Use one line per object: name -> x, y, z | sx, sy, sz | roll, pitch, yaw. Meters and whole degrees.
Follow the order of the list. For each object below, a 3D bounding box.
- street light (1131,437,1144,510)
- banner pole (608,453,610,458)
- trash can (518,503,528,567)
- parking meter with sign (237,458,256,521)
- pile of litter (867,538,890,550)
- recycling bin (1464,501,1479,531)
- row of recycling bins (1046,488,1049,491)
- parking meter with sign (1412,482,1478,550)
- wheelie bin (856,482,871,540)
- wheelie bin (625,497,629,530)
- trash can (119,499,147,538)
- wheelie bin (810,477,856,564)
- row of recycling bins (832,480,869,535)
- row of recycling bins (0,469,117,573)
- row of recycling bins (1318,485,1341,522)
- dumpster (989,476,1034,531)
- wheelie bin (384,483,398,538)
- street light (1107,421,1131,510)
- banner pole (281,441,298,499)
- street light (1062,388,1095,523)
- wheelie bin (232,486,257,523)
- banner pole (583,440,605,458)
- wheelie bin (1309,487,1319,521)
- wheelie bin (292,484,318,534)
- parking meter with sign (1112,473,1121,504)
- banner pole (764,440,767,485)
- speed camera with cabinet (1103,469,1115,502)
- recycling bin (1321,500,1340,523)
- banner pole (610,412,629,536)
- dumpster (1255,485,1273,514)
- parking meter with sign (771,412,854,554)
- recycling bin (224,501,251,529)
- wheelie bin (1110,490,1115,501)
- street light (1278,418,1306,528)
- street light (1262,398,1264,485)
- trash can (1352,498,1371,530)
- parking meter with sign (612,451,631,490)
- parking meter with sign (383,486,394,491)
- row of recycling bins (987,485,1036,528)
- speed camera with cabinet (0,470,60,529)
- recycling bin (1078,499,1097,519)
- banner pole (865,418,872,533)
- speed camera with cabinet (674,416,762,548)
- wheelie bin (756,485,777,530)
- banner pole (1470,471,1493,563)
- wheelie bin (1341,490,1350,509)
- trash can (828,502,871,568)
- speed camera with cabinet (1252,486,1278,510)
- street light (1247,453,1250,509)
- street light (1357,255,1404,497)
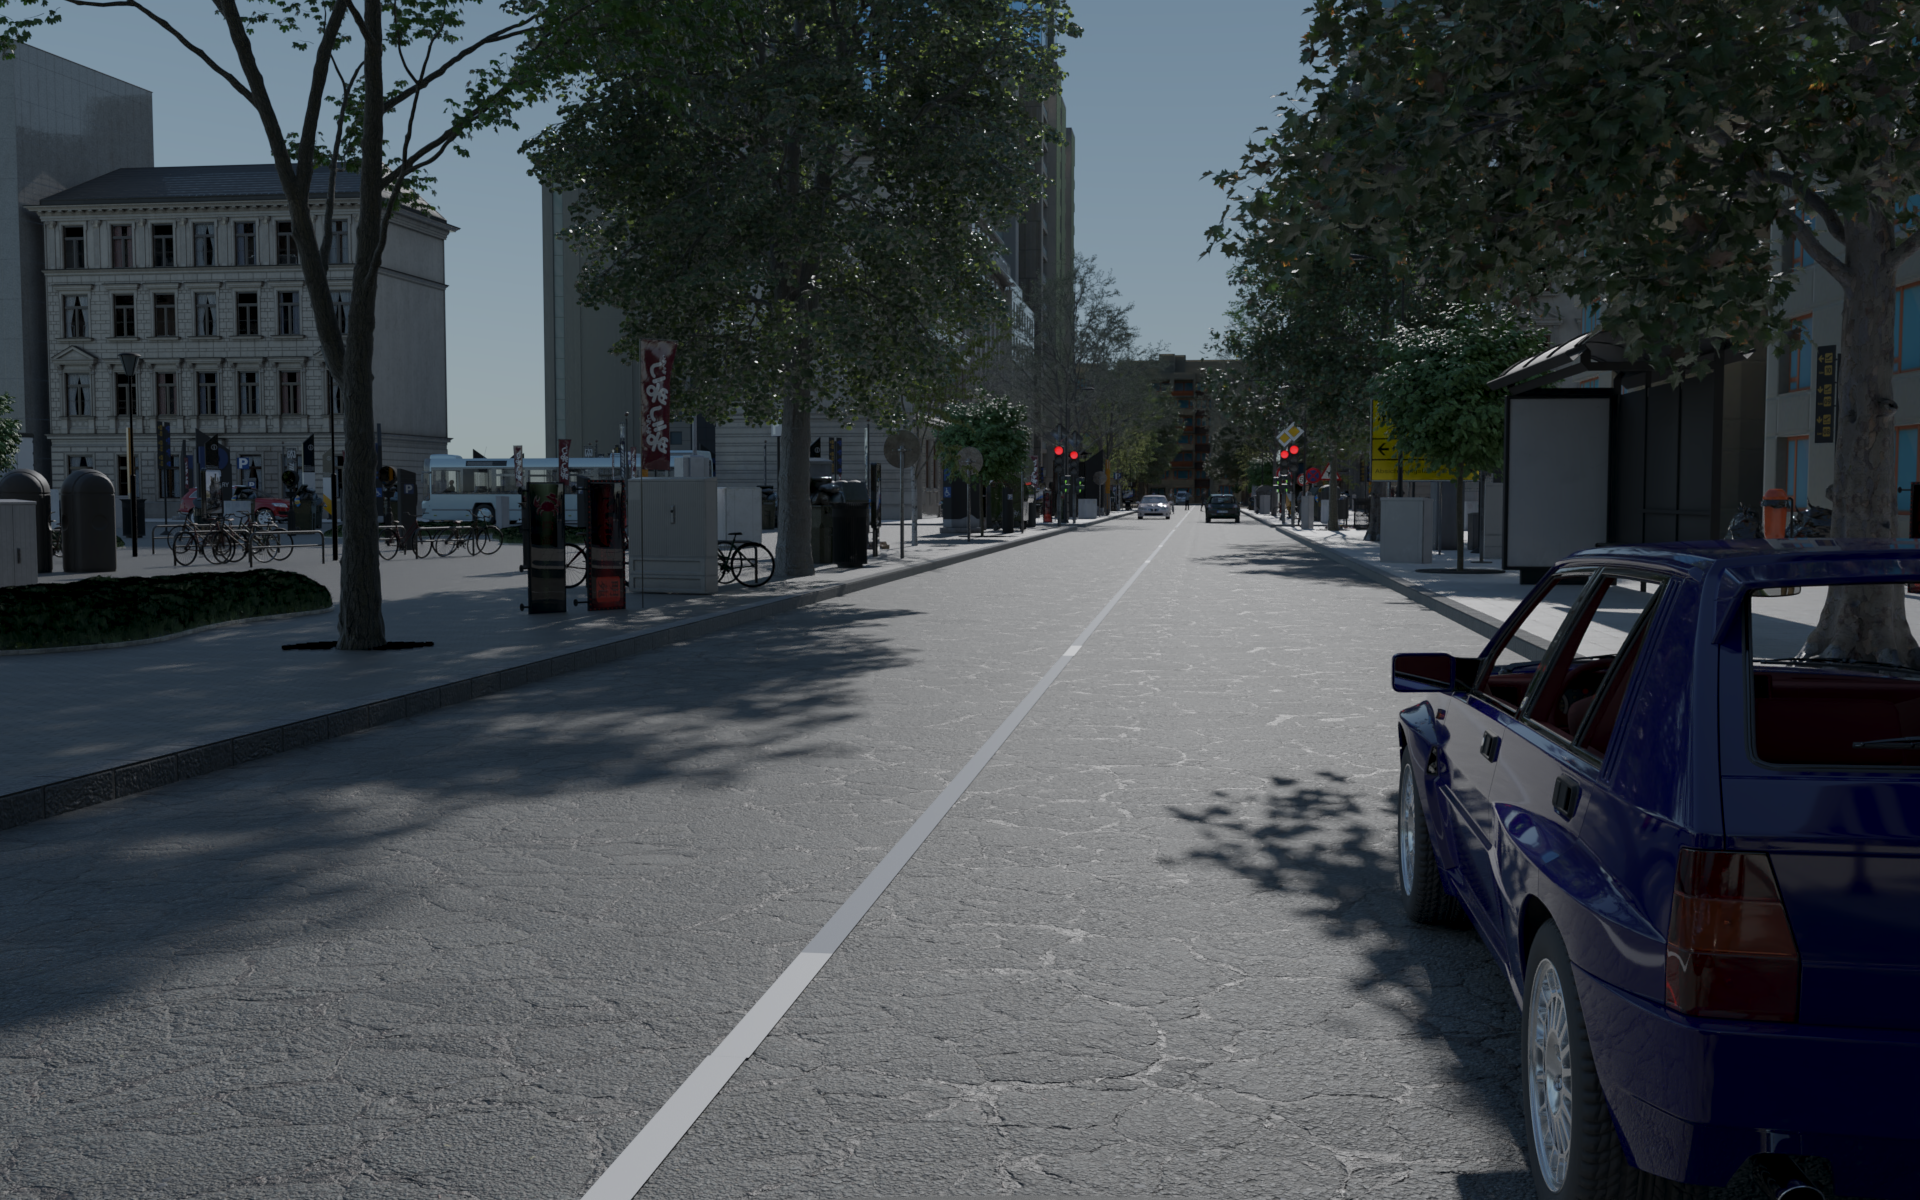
street light -> 14.531, -10.381, 142.273 | 1.470, 5.913, 1.316 | 0, 4, 8
banner pole -> -18.783, -6.330, 93.512 | 0.401, 3.779, 0.863 | 1, 4, 21
trash can -> -7.010, -1.060, 28.981 | 0.748, 1.137, 0.748 | 0, 3, 0
parking meter with sign -> -33.726, -5.254, 82.164 | 0.543, 3.016, 1.738 | -3, 5, -39
pile of litter -> -2.273, -1.639, 40.765 | 1.176, 0.858, 1.719 | -1, 4, -14
recycling bin -> 17.994, -2.966, 61.045 | 0.722, 1.027, 0.722 | -1, 4, -9
row of recycling bins -> 4.190, -6.506, 113.485 | 3.534, 1.692, 1.069 | 1, 4, 20
parking meter with sign -> 11.164, -2.648, 39.559 | 1.738, 3.016, 0.543 | 0, 4, -5
wheelie bin -> -2.788, -2.267, 44.981 | 0.980, 1.594, 0.693 | -1, 4, -20
wheelie bin -> -7.434, -2.003, 40.662 | 0.693, 1.594, 0.980 | 0, 4, 7
trash can -> -24.151, -2.383, 50.620 | 0.748, 1.137, 0.748 | 0, 3, 0
wheelie bin -> -2.558, -1.483, 32.149 | 0.693, 1.594, 0.980 | 2, 4, 35
row of recycling bins -> -3.874, -2.804, 52.964 | 1.069, 1.692, 3.534 | -2, 4, -33
row of recycling bins -> -15.650, -1.286, 28.140 | 3.534, 1.692, 1.069 | -1, 4, -18
row of recycling bins -> 16.791, -4.371, 78.575 | 1.069, 1.692, 3.534 | 1, 4, 9
dumpster -> 1.785, -3.601, 61.363 | 1.502, 2.255, 1.985 | 0, 4, 8
wheelie bin -> -15.748, -2.481, 48.473 | 0.693, 1.594, 0.980 | -2, 4, -31
street light -> 9.782, -8.324, 108.638 | 1.470, 5.913, 1.316 | 0, 4, 8
banner pole -> -31.953, -5.652, 82.435 | 0.863, 3.779, 0.401 | 0, 4, -2
street light -> 5.185, -6.319, 75.858 | 1.470, 5.913, 1.316 | 0, 4, 8
wheelie bin -> -28.385, -3.723, 68.783 | 0.693, 1.594, 0.980 | 2, 4, 34
banner pole -> -16.923, -5.486, 79.714 | 0.863, 3.779, 0.401 | 1, 4, 13
wheelie bin -> 16.812, -4.539, 82.114 | 0.693, 1.594, 0.980 | -2, 4, -24
wheelie bin -> -20.895, -2.897, 55.278 | 0.693, 1.594, 0.980 | 0, 4, -6
parking meter with sign -> 12.780, -8.946, 142.527 | 0.543, 3.016, 1.738 | 1, 4, 19
banner pole -> -9.012, -5.511, 80.115 | 0.401, 3.779, 0.863 | 0, 4, 1
speed camera with cabinet -> 11.849, -8.809, 138.370 | 0.660, 3.252, 2.038 | -1, 4, -10
recycling bin -> 16.237, -3.874, 75.896 | 0.722, 1.027, 0.722 | 1, 4, 21
banner pole -> -10.301, -3.864, 53.187 | 0.401, 3.779, 0.863 | -2, 4, -30
dumpster -> 19.679, -6.478, 111.678 | 1.264, 1.857, 1.865 | 0, 4, 8
parking meter with sign -> -3.043, -2.450, 36.318 | 1.738, 3.016, 0.543 | -2, 4, -30
recycling bin -> -26.985, -3.189, 64.700 | 0.722, 1.027, 0.722 | 0, 4, 3
wheelie bin -> 11.401, -7.626, 132.595 | 0.693, 1.594, 0.980 | 3, 5, 39
street light -> 12.666, -5.739, 66.366 | 1.470, 5.913, 1.316 | 0, 4, 8
street light -> 15.042, -6.795, 83.634 | 1.470, 5.913, 1.316 | 0, 4, 8
trash can -> 14.445, -3.092, 62.200 | 0.748, 1.137, 0.748 | 0, 3, 0
parking meter with sign -> -13.720, -4.497, 69.788 | 0.543, 3.016, 1.738 | 1, 4, 15
parking meter with sign -> -28.287, -5.461, 85.549 | 1.738, 3.016, 0.543 | -1, 4, -22
row of recycling bins -> 1.726, -3.630, 66.458 | 1.069, 1.692, 3.534 | 2, 4, 35
speed camera with cabinet -> -32.809, -4.067, 60.831 | 2.038, 3.252, 0.660 | 0, 4, 1
recycling bin -> 6.601, -4.712, 89.593 | 0.722, 1.027, 0.722 | -2, 4, -31
banner pole -> -3.070, -4.112, 57.251 | 0.401, 3.779, 0.863 | -1, 4, -14
speed camera with cabinet -> -5.788, -2.882, 41.464 | 2.038, 3.252, 0.660 | -2, 4, -33
wheelie bin -> -7.011, -3.345, 62.606 | 0.980, 1.594, 0.693 | -2, 4, -26
banner pole -> 9.685, -2.560, 31.874 | 0.401, 3.779, 0.863 | 0, 4, 4
wheelie bin -> 32.125, -8.361, 144.614 | 0.693, 1.594, 0.980 | -3, 4, -38
trash can -> -1.925, -1.140, 30.288 | 0.748, 1.137, 0.748 | 0, 3, 0
speed camera with cabinet -> 24.527, -8.863, 139.250 | 2.038, 3.252, 0.660 | 3, 4, 36
street light -> 19.788, -8.798, 116.393 | 1.470, 5.913, 1.316 | 0, 4, 8
street light -> 8.004, -3.734, 33.595 | 1.470, 5.913, 1.316 | 0, 4, 8
